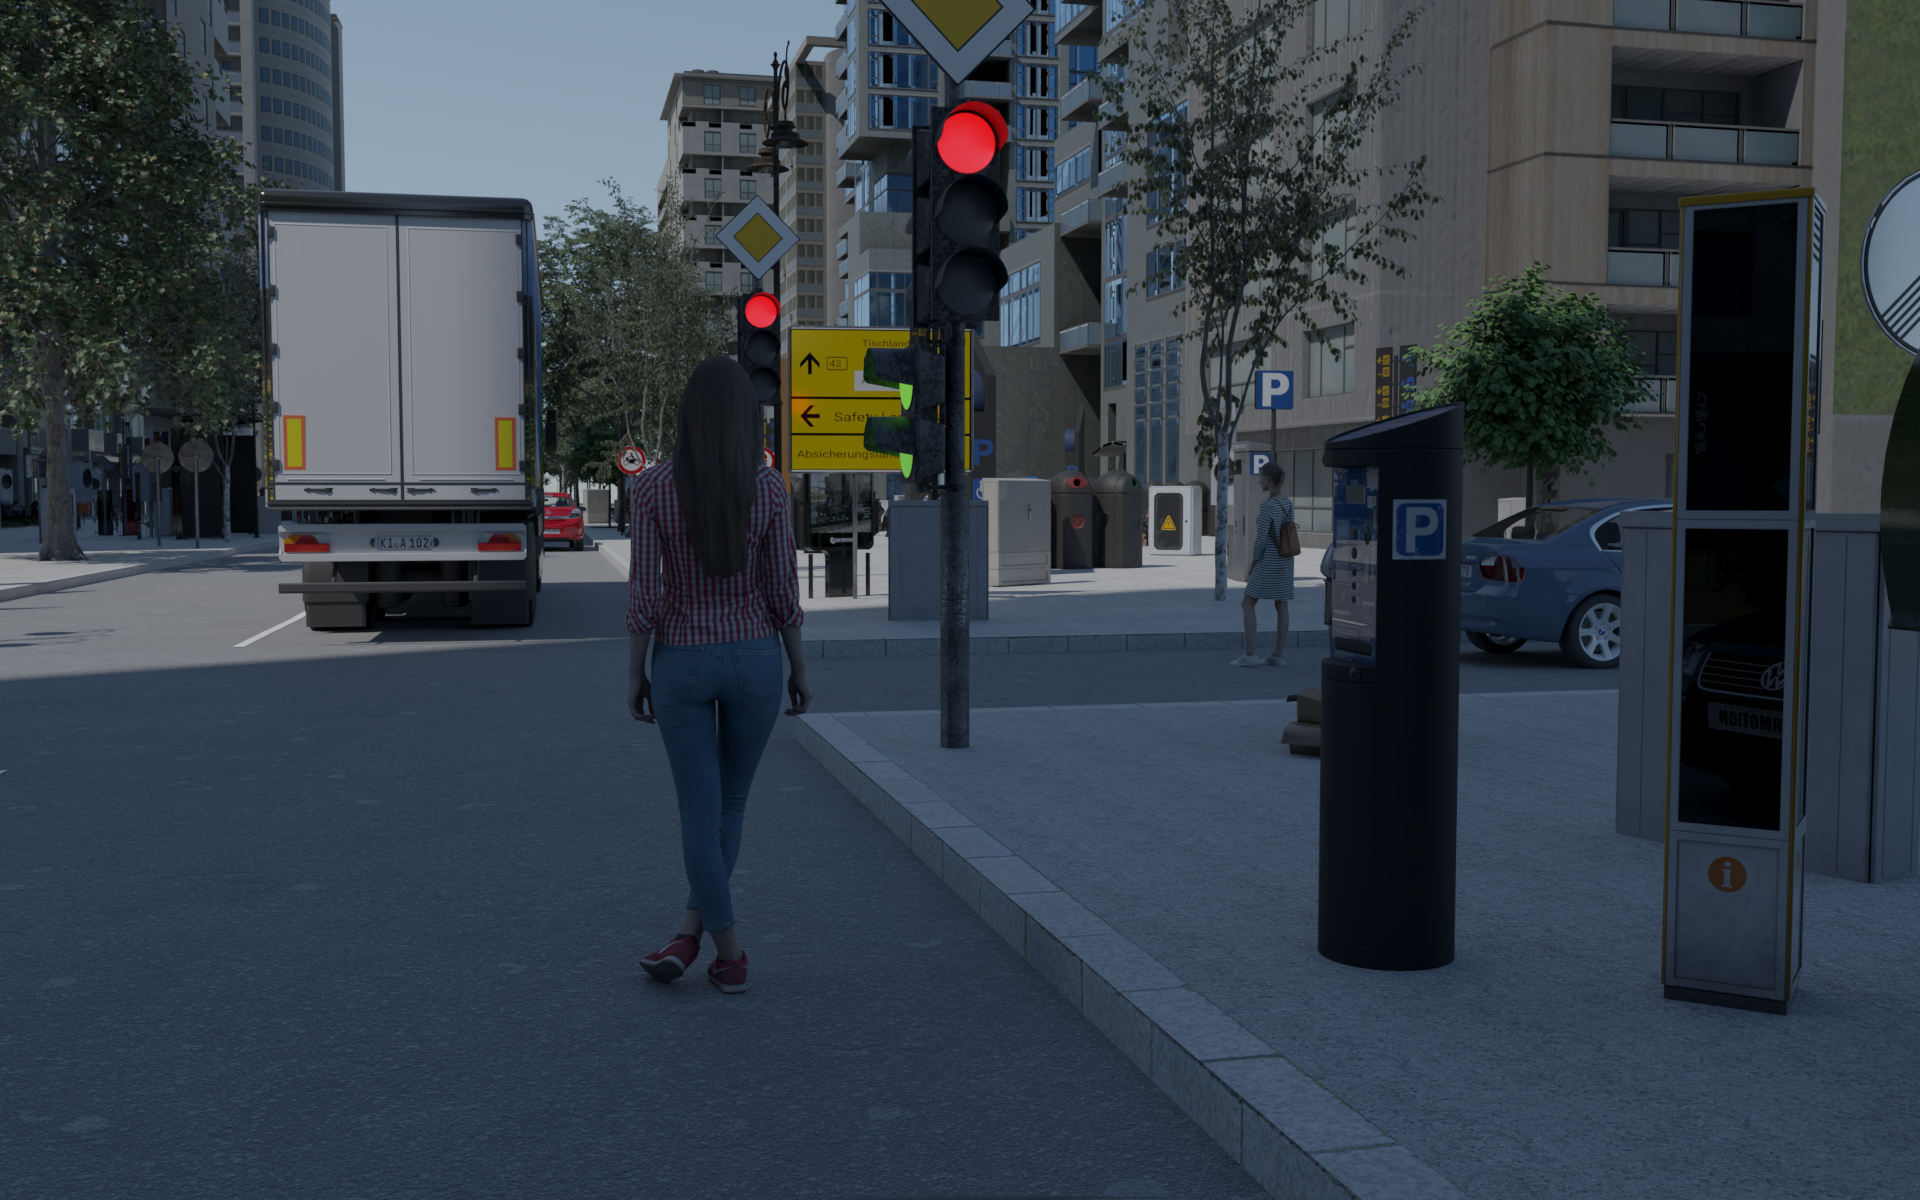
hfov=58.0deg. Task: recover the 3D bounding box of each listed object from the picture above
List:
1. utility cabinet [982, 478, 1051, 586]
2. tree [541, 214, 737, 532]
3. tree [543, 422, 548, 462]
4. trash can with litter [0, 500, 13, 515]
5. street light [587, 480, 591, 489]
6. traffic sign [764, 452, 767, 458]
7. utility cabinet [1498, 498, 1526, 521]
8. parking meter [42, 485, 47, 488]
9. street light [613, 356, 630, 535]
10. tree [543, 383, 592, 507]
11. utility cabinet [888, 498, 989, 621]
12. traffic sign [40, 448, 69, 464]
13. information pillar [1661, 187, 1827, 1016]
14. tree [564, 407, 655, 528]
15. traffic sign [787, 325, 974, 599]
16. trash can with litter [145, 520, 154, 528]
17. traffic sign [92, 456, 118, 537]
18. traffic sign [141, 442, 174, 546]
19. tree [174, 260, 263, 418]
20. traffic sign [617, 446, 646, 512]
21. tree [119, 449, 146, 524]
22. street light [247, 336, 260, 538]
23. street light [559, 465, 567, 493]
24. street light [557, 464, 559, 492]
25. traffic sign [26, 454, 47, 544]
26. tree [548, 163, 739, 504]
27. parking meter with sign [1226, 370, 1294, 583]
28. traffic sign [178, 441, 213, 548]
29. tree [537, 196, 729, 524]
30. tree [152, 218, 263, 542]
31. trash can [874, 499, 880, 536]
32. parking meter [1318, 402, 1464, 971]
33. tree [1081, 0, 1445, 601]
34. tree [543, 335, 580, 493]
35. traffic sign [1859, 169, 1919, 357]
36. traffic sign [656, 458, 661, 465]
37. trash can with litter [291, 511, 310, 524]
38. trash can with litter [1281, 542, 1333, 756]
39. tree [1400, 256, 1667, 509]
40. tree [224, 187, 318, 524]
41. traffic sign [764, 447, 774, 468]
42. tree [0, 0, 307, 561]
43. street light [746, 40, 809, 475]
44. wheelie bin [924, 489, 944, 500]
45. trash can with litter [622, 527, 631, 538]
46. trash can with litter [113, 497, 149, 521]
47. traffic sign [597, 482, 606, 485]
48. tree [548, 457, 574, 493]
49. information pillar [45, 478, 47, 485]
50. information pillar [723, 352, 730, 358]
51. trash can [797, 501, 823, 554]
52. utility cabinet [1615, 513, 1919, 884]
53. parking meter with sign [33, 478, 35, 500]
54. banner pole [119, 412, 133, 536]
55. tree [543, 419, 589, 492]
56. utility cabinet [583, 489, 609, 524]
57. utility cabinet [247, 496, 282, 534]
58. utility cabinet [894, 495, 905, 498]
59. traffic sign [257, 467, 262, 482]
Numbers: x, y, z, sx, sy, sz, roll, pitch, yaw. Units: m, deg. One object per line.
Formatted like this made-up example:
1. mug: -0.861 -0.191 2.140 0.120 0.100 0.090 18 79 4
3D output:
1. utility cabinet: 0.809 -0.955 24.285 0.318 1.500 1.173 3 5 40
2. tree: -11.526 -7.594 58.578 8.767 10.594 7.601 -1 4 -14
3. tree: -27.801 -10.611 123.857 4.360 8.622 3.978 0 3 0
4. trash can with litter: -39.183 -3.668 71.353 1.055 1.170 0.624 3 4 39
5. street light: -19.729 -7.270 91.655 0.468 5.910 1.993 -1 4 -14
6. traffic sign: -3.311 -1.576 25.771 0.884 2.594 0.081 -1 4 -11
7. utility cabinet: 9.603 -1.162 30.160 0.306 1.237 1.020 0 4 6
8. parking meter: -25.852 -2.494 49.186 0.372 1.533 0.369 0 3 0
9. street light: -10.481 -4.948 53.688 0.468 5.910 1.993 -1 4 -14
10. tree: -31.557 -13.224 141.969 9.928 11.665 9.643 0 3 0
11. utility cabinet: -0.222 -0.398 17.673 1.020 1.237 0.306 0 4 -2
12. traffic sign: -24.208 -2.824 46.281 0.768 2.556 0.104 0 4 -6
13. information pillar: 1.983 0.006 4.389 0.304 2.012 0.304 2 4 31
14. tree: -13.266 -5.010 65.634 4.285 4.588 4.351 0 3 0
15. traffic sign: -0.960 -1.667 21.121 2.265 3.308 0.079 0 4 -7
16. trash can with litter: -30.460 -3.331 65.855 1.055 1.170 0.624 0 4 0
17. traffic sign: -25.816 -3.125 52.280 0.795 2.450 0.064 -1 4 -13
18. traffic sign: -19.673 -2.591 42.473 0.768 2.556 0.104 0 4 -4
19. tree: -23.715 -7.709 60.453 7.601 10.594 8.767 0 4 -7
20. traffic sign: -8.618 -2.776 45.497 0.768 2.556 0.104 -1 4 -9
21. tree: -35.329 -4.889 74.533 1.663 3.219 1.824 0 3 0
22. street light: -20.603 -4.757 50.571 0.468 5.910 1.993 -1 4 -14
23. street light: -39.574 -12.270 173.396 0.468 5.910 1.993 -1 4 -14
24. street light: -48.308 -14.457 209.151 0.468 5.910 1.993 -1 4 -14
25. traffic sign: -23.666 -2.593 44.520 0.606 2.300 0.079 0 4 -6
26. tree: -6.995 -5.433 39.189 4.360 8.622 3.978 0 3 0
27. parking meter with sign: 4.312 -1.778 25.324 0.543 3.016 1.738 -1 4 -8
28. traffic sign: -18.006 -2.491 40.834 0.768 2.556 0.104 -1 4 -11
29. tree: -14.433 -10.258 74.380 9.857 13.997 8.962 0 3 0
30. tree: -19.482 -5.845 45.932 4.360 8.622 3.978 0 3 0
31. trash can: -2.814 -2.563 53.561 0.748 1.137 0.748 0 3 0
32. parking meter: 1.188 0.221 4.790 0.372 1.533 0.369 0 3 0
33. tree: 3.375 -4.303 20.723 4.360 8.622 3.978 0 3 0
34. tree: -43.849 -20.833 196.513 12.611 20.169 13.585 0 3 0
35. traffic sign: 3.817 -0.408 6.773 0.768 2.556 0.104 0 4 -8
36. traffic sign: -10.963 -3.854 63.013 0.884 2.594 0.081 -1 4 -12
37. trash can with litter: -28.345 -3.895 74.736 1.678 1.210 2.233 0 4 -3
38. trash can with litter: 2.060 0.163 8.724 0.624 1.170 1.055 2 4 34
39. tree: 7.911 -2.452 23.810 4.285 4.588 4.351 0 3 0
40. tree: -26.602 -9.795 70.512 12.009 13.543 11.850 0 3 0
41. traffic sign: -5.313 -2.836 46.474 0.768 2.556 0.104 0 4 -4
42. tree: -17.503 -7.109 33.240 9.611 12.733 9.660 0 3 0
43. street light: -1.928 -2.782 18.274 0.468 5.910 1.993 -1 4 -14
44. wheelie bin: -0.725 -3.052 57.807 0.980 1.594 0.693 0 4 -1
45. trash can with litter: -9.446 -2.443 51.322 1.055 1.170 0.624 -2 4 -32
46. trash can with litter: -39.218 -4.321 81.714 2.233 1.210 1.678 2 4 23
47. traffic sign: -17.691 -5.254 85.900 0.884 2.594 0.081 -1 4 -10
48. tree: -49.847 -16.299 216.850 4.737 8.622 4.395 0 3 0
49. information pillar: -27.331 -2.916 52.171 0.304 2.012 0.304 -3 4 -39
50. information pillar: -3.765 -2.275 28.543 0.183 3.616 0.504 -2 4 -31
51. trash can: -3.171 -1.584 37.557 0.748 1.137 0.748 0 3 0
52. utility cabinet: 2.859 0.306 6.162 0.306 1.237 1.020 -2 4 -31
53. parking meter with sign: -40.544 -4.974 77.586 1.738 3.016 0.543 -1 4 -23
54. banner pole: -25.430 -3.844 52.873 0.401 3.779 0.863 -3 5 -44
55. tree: -52.628 -19.041 228.319 9.611 12.733 9.660 0 3 0
56. utility cabinet: -15.530 -3.991 73.936 0.318 1.500 1.173 3 4 38
57. utility cabinet: -22.444 -2.734 55.861 1.020 1.237 0.306 -2 4 -24
58. utility cabinet: -2.723 -4.410 83.272 0.306 1.237 1.020 3 5 39
59. traffic sign: -31.895 -4.775 78.176 0.768 2.556 0.104 0 4 -4
